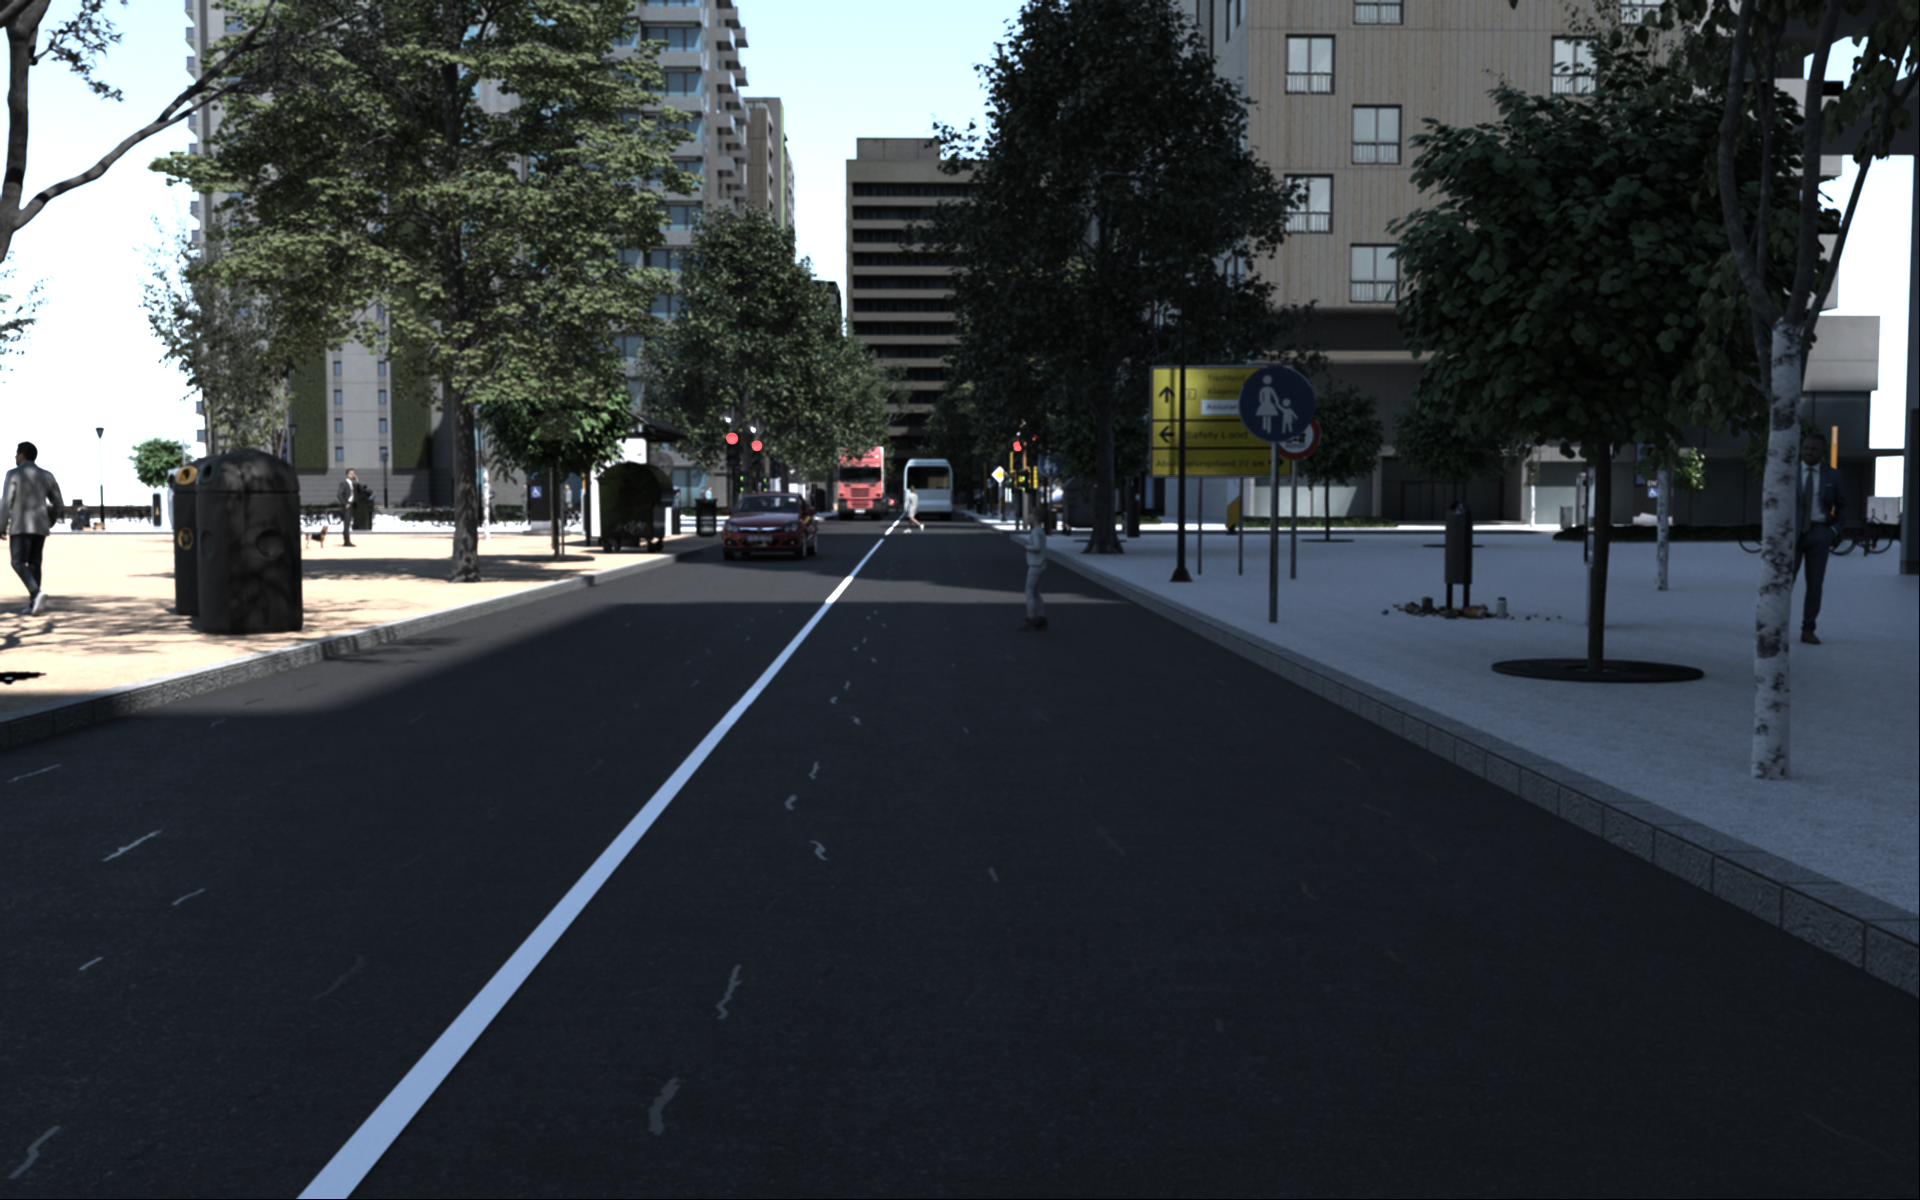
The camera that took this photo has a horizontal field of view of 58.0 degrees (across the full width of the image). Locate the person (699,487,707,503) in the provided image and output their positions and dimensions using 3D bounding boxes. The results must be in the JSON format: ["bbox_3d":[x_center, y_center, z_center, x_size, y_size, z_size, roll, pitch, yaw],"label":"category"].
[{"bbox_3d":[-19.952,-7.877,134.799,0.622,1.834,0.822,-1,4,-15],"label":"person"}]

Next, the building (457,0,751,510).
[{"bbox_3d":[-30.091,-32.468,150.462,23.786,49.044,30.456,0,4,-1],"label":"building"}]

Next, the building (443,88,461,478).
[{"bbox_3d":[-43.637,-34.777,192.298,21.600,48.544,21.300,0,4,-1],"label":"building"}]

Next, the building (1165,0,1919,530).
[{"bbox_3d":[23.925,-30.074,80.951,27.495,52.752,28.713,0,4,-1],"label":"building"}]

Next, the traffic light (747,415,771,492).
[{"bbox_3d":[-7.133,-4.425,61.266,0.839,4.253,0.868,0,4,-1],"label":"traffic light"}]

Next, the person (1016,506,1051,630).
[{"bbox_3d":[0.776,-0.336,18.278,0.394,1.301,0.425,0,4,-7],"label":"person"}]

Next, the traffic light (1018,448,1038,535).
[{"bbox_3d":[2.206,-3.950,53.505,0.839,4.253,0.868,0,4,-1],"label":"traffic light"}]

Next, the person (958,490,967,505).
[{"bbox_3d":[0.358,-12.408,208.908,1.348,1.824,0.705,0,4,-4],"label":"person"}]

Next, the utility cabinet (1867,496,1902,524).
[{"bbox_3d":[29.172,-2.663,54.703,0.306,1.237,1.020,-1,4,-22],"label":"utility cabinet"}]

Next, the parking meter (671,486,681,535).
[{"bbox_3d":[-8.931,-2.798,54.153,0.372,1.533,0.369,0,3,0],"label":"parking meter"}]

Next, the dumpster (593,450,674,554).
[{"bbox_3d":[-7.167,-2.175,38.052,1.502,2.255,1.985,0,4,-1],"label":"dumpster"}]

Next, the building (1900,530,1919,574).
[{"bbox_3d":[26.428,-25.993,14.221,28.713,52.752,27.495,0,4,-1],"label":"building"}]

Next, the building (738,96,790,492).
[{"bbox_3d":[-24.976,-29.936,173.051,14.154,41.232,14.086,0,4,-1],"label":"building"}]

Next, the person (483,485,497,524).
[{"bbox_3d":[-20.382,-4.238,75.134,0.655,1.846,0.447,1,4,12],"label":"person"}]

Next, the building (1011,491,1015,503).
[{"bbox_3d":[20.091,-39.906,241.694,27.495,52.752,28.713,0,4,-1],"label":"building"}]

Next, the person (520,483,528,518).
[{"bbox_3d":[-21.814,-4.948,86.744,0.447,1.846,0.655,1,4,22],"label":"person"}]

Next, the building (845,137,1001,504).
[{"bbox_3d":[-4.710,-37.592,238.335,21.600,48.544,21.300,0,4,-1],"label":"building"}]

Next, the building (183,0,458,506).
[{"bbox_3d":[-68.540,-39.731,191.599,28.212,58.520,21.231,0,4,-1],"label":"building"}]

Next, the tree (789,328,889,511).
[{"bbox_3d":[-10.118,-13.832,132.804,9.857,13.997,8.962,0,3,0],"label":"tree"}]

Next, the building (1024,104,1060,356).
[{"bbox_3d":[17.653,-34.864,193.726,21.300,48.544,21.600,0,4,-1],"label":"building"}]

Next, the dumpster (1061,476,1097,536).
[{"bbox_3d":[3.799,-2.915,53.415,1.264,1.857,1.865,0,4,-1],"label":"dumpster"}]

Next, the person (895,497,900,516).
[{"bbox_3d":[-4.126,-6.196,114.493,0.332,1.250,0.352,-3,5,-43],"label":"person"}]

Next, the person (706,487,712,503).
[{"bbox_3d":[-18.121,-7.256,124.701,0.620,1.820,0.660,1,4,17],"label":"person"}]

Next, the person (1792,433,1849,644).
[{"bbox_3d":[7.268,-0.533,14.933,0.721,1.800,0.419,1,4,15],"label":"person"}]

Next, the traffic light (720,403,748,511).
[{"bbox_3d":[-6.952,-3.937,53.283,0.839,4.253,0.868,0,4,-1],"label":"traffic light"}]

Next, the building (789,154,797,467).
[{"bbox_3d":[-25.898,-31.421,197.320,14.086,41.232,14.154,0,4,-1],"label":"building"}]

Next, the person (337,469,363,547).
[{"bbox_3d":[-14.862,-2.255,42.272,0.474,1.900,0.648,0,4,2],"label":"person"}]

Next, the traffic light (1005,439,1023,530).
[{"bbox_3d":[2.026,-4.438,61.489,0.839,4.253,0.868,0,4,-1],"label":"traffic light"}]

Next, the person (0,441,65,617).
[{"bbox_3d":[-9.768,-0.757,18.274,0.795,1.843,0.661,2,4,34],"label":"person"}]

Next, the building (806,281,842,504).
[{"bbox_3d":[-23.123,-28.298,234.376,14.107,30.474,14.160,0,4,-1],"label":"building"}]

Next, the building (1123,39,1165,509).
[{"bbox_3d":[17.808,-27.963,107.312,14.600,45.320,14.200,0,4,-1],"label":"building"}]

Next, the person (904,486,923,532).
[{"bbox_3d":[-1.726,-3.381,64.526,0.760,1.731,0.466,0,4,7],"label":"person"}]

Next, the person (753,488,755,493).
[{"bbox_3d":[-17.050,-8.333,142.297,1.348,1.824,0.705,0,4,-2],"label":"person"}]

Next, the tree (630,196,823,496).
[{"bbox_3d":[-8.345,-9.169,66.913,9.611,12.733,9.660,0,3,0],"label":"tree"}]

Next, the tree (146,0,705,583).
[{"bbox_3d":[-7.540,-6.544,25.123,7.486,12.596,7.792,0,3,0],"label":"tree"}]

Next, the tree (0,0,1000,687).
[{"bbox_3d":[-6.894,-6.191,11.601,12.009,13.543,11.850,0,3,0],"label":"tree"}]

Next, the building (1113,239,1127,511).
[{"bbox_3d":[18.297,-27.276,129.555,14.154,41.232,14.086,0,4,-1],"label":"building"}]

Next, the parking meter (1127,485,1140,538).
[{"bbox_3d":[5.131,-2.619,51.236,0.372,1.533,0.369,0,3,0],"label":"parking meter"}]

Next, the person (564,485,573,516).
[{"bbox_3d":[-21.564,-5.455,95.416,0.709,1.800,0.728,3,4,37],"label":"person"}]

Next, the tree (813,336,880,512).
[{"bbox_3d":[-9.141,-12.447,121.642,7.486,12.596,7.792,0,3,0],"label":"tree"}]

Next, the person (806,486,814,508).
[{"bbox_3d":[-9.443,-6.214,108.000,0.716,1.782,0.532,-1,4,-11],"label":"person"}]

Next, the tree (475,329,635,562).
[{"bbox_3d":[-7.711,-3.026,33.197,4.285,4.588,4.351,0,3,0],"label":"tree"}]

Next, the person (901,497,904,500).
[{"bbox_3d":[-4.311,-8.019,140.287,0.721,1.739,1.217,3,5,41],"label":"person"}]

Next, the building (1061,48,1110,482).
[{"bbox_3d":[20.252,-32.608,152.747,23.786,49.044,30.456,0,4,-1],"label":"building"}]
